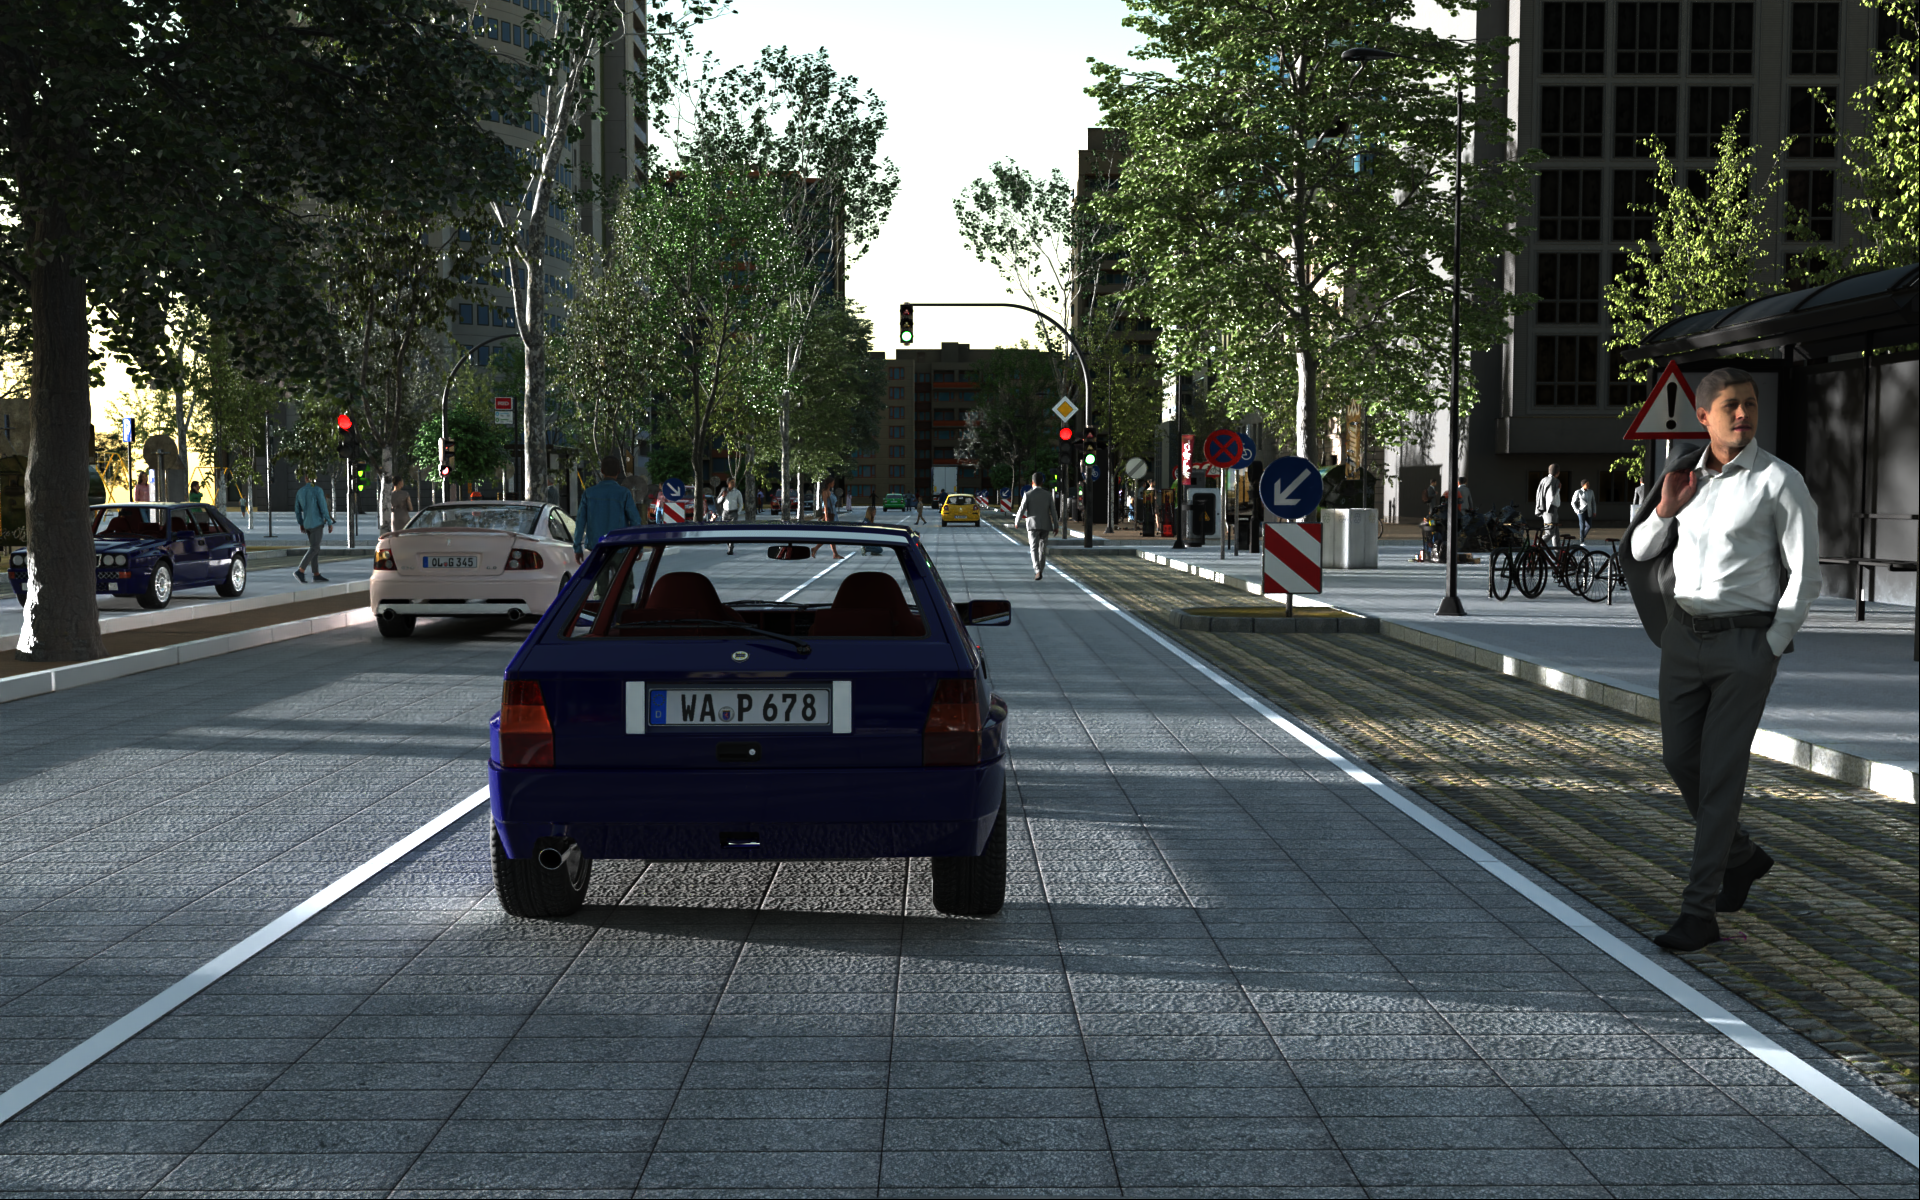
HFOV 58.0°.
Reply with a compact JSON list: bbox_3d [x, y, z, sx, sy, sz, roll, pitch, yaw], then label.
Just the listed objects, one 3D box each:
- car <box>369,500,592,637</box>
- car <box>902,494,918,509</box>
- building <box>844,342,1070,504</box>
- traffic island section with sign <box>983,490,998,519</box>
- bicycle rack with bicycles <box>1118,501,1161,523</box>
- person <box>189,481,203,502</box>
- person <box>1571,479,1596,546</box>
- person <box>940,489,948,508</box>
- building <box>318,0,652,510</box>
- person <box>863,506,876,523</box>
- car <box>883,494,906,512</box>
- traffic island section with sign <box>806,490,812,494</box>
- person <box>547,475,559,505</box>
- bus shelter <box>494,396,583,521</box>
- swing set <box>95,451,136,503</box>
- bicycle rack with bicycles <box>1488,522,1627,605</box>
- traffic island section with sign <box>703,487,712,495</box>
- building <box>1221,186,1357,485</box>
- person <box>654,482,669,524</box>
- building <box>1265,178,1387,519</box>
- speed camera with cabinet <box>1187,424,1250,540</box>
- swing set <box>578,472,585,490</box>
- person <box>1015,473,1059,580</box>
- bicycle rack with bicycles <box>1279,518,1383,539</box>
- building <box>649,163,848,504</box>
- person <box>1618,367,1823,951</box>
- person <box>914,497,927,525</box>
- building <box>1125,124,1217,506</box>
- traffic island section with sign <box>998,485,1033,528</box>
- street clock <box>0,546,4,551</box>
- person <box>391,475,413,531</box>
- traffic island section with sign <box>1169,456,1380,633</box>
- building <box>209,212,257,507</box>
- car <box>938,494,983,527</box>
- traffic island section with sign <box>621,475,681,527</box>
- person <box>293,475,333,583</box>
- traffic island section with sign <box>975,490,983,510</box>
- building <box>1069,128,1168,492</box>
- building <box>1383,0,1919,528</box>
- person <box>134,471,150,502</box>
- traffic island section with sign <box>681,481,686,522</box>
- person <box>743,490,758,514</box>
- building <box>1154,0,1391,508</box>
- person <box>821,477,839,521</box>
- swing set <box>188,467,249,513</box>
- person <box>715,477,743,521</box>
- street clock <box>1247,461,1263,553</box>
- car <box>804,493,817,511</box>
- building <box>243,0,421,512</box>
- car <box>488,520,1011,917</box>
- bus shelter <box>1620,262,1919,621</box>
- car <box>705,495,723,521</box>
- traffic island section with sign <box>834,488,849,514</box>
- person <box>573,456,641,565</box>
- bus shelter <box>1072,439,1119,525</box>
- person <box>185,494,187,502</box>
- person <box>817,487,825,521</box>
[{"bbox_3d":[-4.937,-0.390,18.745,2.083,1.381,4.827,0,4,-2],"label":"car"},{"bbox_3d":[-4.896,-9.326,164.481,2.014,1.417,4.499,0,4,-1],"label":"car"},{"bbox_3d":[-0.543,-23.916,236.067,28.899,21.520,27.650,0,4,-1],"label":"building"},{"bbox_3d":[2.530,-5.667,101.276,1.989,1.847,2.006,0,4,-1],"label":"traffic island section with sign"},{"bbox_3d":[8.542,-3.936,77.728,2.925,0.926,2.852,2,4,25],"label":"bicycle rack with bicycles"},{"bbox_3d":[-20.858,-2.354,47.233,0.529,1.795,0.600,-1,4,-16],"label":"person"},{"bbox_3d":[17.081,-2.394,47.481,0.661,1.843,0.795,0,4,-3],"label":"person"},{"bbox_3d":[-1.114,-6.900,121.500,0.721,1.800,0.419,-3,5,-40],"label":"person"},{"bbox_3d":[-46.131,-38.692,174.610,28.212,58.520,21.231,0,4,-1],"label":"building"},{"bbox_3d":[-1.938,-1.609,40.303,0.738,1.151,1.012,1,4,14],"label":"person"},{"bbox_3d":[-5.355,-8.115,141.468,1.959,1.807,4.718,0,4,-1],"label":"car"},{"bbox_3d":[-15.538,-10.405,178.752,1.989,1.847,2.006,0,4,-1],"label":"traffic island section with sign"},{"bbox_3d":[-8.282,-1.583,34.553,0.590,1.801,0.661,0,4,3],"label":"person"},{"bbox_3d":[-18.081,-5.892,73.968,2.179,5.291,8.768,0,4,-1],"label":"bus shelter"},{"bbox_3d":[-31.708,-4.068,64.124,2.862,2.851,3.119,0,4,-6],"label":"swing set"},{"bbox_3d":[7.586,-0.478,21.202,2.925,0.926,2.852,-2,4,-30],"label":"bicycle rack with bicycles"},{"bbox_3d":[-14.798,-5.664,101.228,1.989,1.847,2.006,0,4,-1],"label":"traffic island section with sign"},{"bbox_3d":[24.102,-15.997,116.303,10.420,20.320,16.860,0,4,-1],"label":"building"},{"bbox_3d":[-9.652,-2.905,55.998,0.555,1.821,0.388,1,4,21],"label":"person"},{"bbox_3d":[24.232,-14.292,98.301,10.561,19.102,19.286,0,4,-1],"label":"building"},{"bbox_3d":[7.464,-3.343,48.999,2.038,3.252,0.660,0,4,5],"label":"speed camera with cabinet"},{"bbox_3d":[-19.433,-5.231,83.154,2.862,2.851,3.119,-3,5,-44],"label":"swing set"},{"bbox_3d":[1.299,-1.236,28.977,0.678,1.792,0.850,-1,4,-11],"label":"person"},{"bbox_3d":[10.445,-2.224,49.748,2.852,0.926,2.925,-1,4,-14],"label":"bicycle rack with bicycles"},{"bbox_3d":[-29.676,-35.320,232.099,28.867,44.769,22.147,0,4,-1],"label":"building"},{"bbox_3d":[2.453,0.180,5.656,0.850,1.850,0.679,-3,5,-40],"label":"person"},{"bbox_3d":[-1.854,-4.145,80.549,0.640,1.303,0.475,0,4,7],"label":"person"},{"bbox_3d":[33.317,-29.442,173.253,32.217,40.220,23.993,0,4,-1],"label":"building"},{"bbox_3d":[2.779,-4.018,74.322,1.989,1.847,2.006,0,4,-1],"label":"traffic island section with sign"},{"bbox_3d":[-21.547,-2.095,38.818,0.358,2.002,0.471,-1,4,-18],"label":"street clock"},{"bbox_3d":[-10.440,-1.444,32.445,0.599,1.781,0.374,0,4,-7],"label":"person"},{"bbox_3d":[3.312,-0.614,18.669,1.989,1.847,2.006,0,4,-1],"label":"traffic island section with sign"},{"bbox_3d":[-67.679,-24.915,179.062,14.107,30.474,14.160,0,4,-1],"label":"building"},{"bbox_3d":[0.040,-4.093,77.145,2.015,1.641,3.980,0,4,0],"label":"car"},{"bbox_3d":[-7.939,-2.051,41.664,2.006,1.907,1.989,0,4,-1],"label":"traffic island section with sign"},{"bbox_3d":[-10.555,-1.205,28.061,0.638,1.841,0.748,3,4,36],"label":"person"},{"bbox_3d":[2.041,-8.724,151.265,1.989,1.847,2.006,0,4,-1],"label":"traffic island section with sign"},{"bbox_3d":[25.453,-37.225,232.330,21.600,48.544,21.300,0,4,-1],"label":"building"},{"bbox_3d":[30.995,-16.921,70.158,24.014,27.812,14.314,0,4,-1],"label":"building"},{"bbox_3d":[-19.505,-2.164,41.437,0.388,1.821,0.555,1,4,22],"label":"person"},{"bbox_3d":[-8.000,-2.504,49.071,2.006,1.907,1.989,0,4,-1],"label":"traffic island section with sign"},{"bbox_3d":[-14.892,-6.946,122.282,0.699,1.804,1.509,-2,4,-29],"label":"person"},{"bbox_3d":[29.513,-50.868,144.357,22.319,86.520,31.000,0,4,-1],"label":"building"},{"bbox_3d":[-2.928,-1.808,38.153,0.778,1.811,0.616,1,4,12],"label":"person"},{"bbox_3d":[-43.418,-6.316,100.887,2.862,2.851,3.119,1,4,13],"label":"swing set"},{"bbox_3d":[-5.476,-1.985,41.056,0.679,1.850,0.850,0,4,4],"label":"person"},{"bbox_3d":[6.404,-2.021,37.615,0.358,2.002,0.471,0,4,-4],"label":"street clock"},{"bbox_3d":[-11.703,-7.589,133.868,2.009,1.686,4.222,0,4,-2],"label":"car"},{"bbox_3d":[-41.807,-36.437,137.743,21.231,58.520,28.212,0,4,-1],"label":"building"},{"bbox_3d":[-0.732,0.327,7.231,1.945,1.354,3.894,0,4,-1],"label":"car"},{"bbox_3d":[8.395,-1.389,16.638,2.014,3.302,5.546,0,4,0],"label":"bus shelter"},{"bbox_3d":[-11.671,-4.021,77.753,2.014,1.417,4.499,0,4,-1],"label":"car"},{"bbox_3d":[-8.729,-7.099,124.206,2.006,1.907,1.989,0,4,-1],"label":"traffic island section with sign"},{"bbox_3d":[-3.209,-0.427,15.831,0.601,1.785,0.444,0,4,2],"label":"person"},{"bbox_3d":[5.856,-5.149,75.475,1.731,3.624,6.357,0,4,0],"label":"bus shelter"},{"bbox_3d":[-27.361,-3.091,60.859,0.394,1.301,0.425,2,4,33],"label":"person"},{"bbox_3d":[-5.677,-3.822,71.735,0.760,1.731,0.466,-1,4,-23],"label":"person"}]
